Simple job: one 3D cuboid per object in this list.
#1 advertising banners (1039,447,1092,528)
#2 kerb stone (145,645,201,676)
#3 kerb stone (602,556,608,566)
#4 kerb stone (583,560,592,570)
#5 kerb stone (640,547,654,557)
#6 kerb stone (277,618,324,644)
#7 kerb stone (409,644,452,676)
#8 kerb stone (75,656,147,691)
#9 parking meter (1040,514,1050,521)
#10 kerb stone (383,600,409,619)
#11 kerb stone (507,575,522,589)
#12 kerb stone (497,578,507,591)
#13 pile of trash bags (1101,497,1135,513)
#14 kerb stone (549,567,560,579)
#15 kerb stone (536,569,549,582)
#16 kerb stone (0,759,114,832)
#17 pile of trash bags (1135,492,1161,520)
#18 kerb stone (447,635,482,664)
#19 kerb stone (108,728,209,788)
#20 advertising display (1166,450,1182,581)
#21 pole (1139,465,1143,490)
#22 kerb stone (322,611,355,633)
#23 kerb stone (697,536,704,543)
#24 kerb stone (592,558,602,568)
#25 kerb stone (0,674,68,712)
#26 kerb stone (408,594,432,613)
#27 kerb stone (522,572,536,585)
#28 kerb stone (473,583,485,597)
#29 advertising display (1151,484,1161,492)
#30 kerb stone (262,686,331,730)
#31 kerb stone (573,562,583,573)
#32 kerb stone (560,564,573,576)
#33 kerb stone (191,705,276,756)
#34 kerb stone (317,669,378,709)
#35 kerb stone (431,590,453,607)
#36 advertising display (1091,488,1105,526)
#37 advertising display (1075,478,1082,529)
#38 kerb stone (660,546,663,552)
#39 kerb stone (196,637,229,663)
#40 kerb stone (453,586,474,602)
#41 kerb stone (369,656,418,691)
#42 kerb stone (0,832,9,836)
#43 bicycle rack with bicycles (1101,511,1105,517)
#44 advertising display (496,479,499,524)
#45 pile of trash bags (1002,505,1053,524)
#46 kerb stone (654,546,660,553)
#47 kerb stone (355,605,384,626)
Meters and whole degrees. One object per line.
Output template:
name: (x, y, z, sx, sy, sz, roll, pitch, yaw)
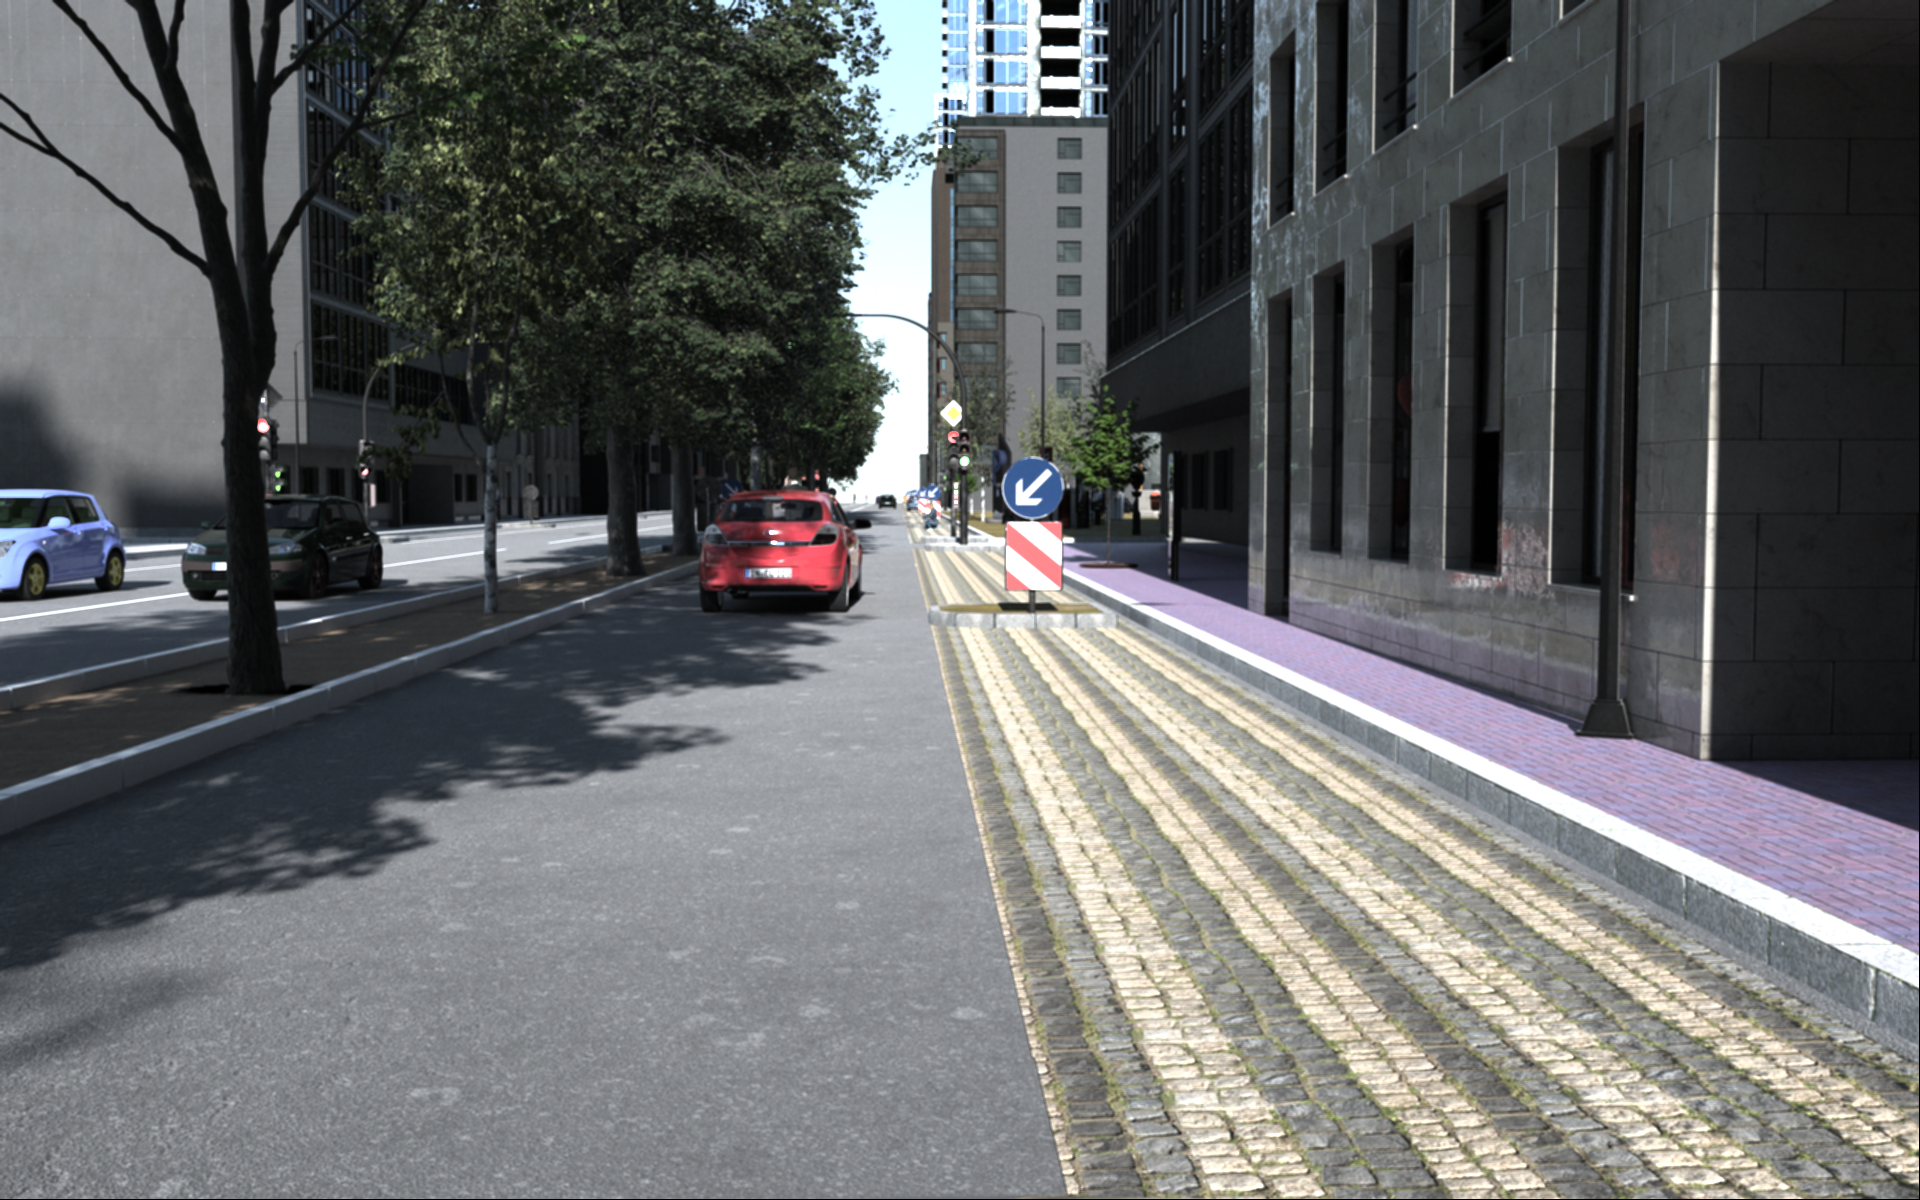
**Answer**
advertising banners: (3.941, -4.198, 64.829, 2.074, 3.025, 0.090, -1, 4, -14)
kerb stone: (-6.427, 0.500, 14.023, 0.120, 0.150, 1.000, 0, 4, -2)
kerb stone: (-7.148, -0.753, 34.499, 0.120, 0.150, 1.000, 0, 4, -2)
kerb stone: (-7.081, -0.627, 32.440, 0.120, 0.150, 1.000, 0, 4, -2)
kerb stone: (-7.372, -1.124, 40.642, 0.120, 0.150, 1.000, 0, 4, -2)
kerb stone: (-6.528, 0.318, 17.094, 0.120, 0.150, 1.000, 0, 4, -2)
kerb stone: (-4.331, 0.498, 14.049, 0.120, 0.150, 1.000, 0, 4, -2)
kerb stone: (-6.396, 0.565, 12.989, 0.120, 0.150, 1.000, 0, 4, -2)
parking meter: (2.747, -3.072, 55.938, 0.255, 1.863, 0.399, 0, 4, -5)
kerb stone: (-6.646, 0.125, 20.163, 0.120, 0.150, 1.000, 0, 4, -2)
kerb stone: (-6.866, -0.251, 26.300, 0.120, 0.150, 1.000, 0, 4, -2)
kerb stone: (-6.821, -0.189, 25.278, 0.120, 0.150, 1.000, 0, 4, -2)
pile of trash bags: (9.638, -6.513, 116.236, 3.447, 1.369, 1.912, -1, 4, -10)
kerb stone: (-6.978, -0.437, 29.371, 0.120, 0.150, 1.000, 0, 4, -2)
kerb stone: (-6.932, -0.376, 28.349, 0.120, 0.150, 1.000, 0, 4, -2)
kerb stone: (-4.109, 0.874, 7.901, 0.120, 0.150, 1.000, 0, 4, -2)
pile of trash bags: (10.934, -4.810, 88.389, 3.447, 1.369, 1.912, -3, 5, -42)
kerb stone: (-4.364, 0.441, 15.072, 0.120, 0.150, 1.000, 0, 4, -2)
kerb stone: (-4.144, 0.815, 8.923, 0.120, 0.150, 1.000, 0, 4, -2)
advertising display: (3.193, -1.264, 25.888, 0.123, 1.923, 0.974, 0, 4, 1)
pole: (10.624, -6.599, 101.739, 0.158, 3.312, 0.155, 0, 3, 0)
kerb stone: (-6.571, 0.249, 18.120, 0.120, 0.150, 1.000, 0, 4, -2)
kerb stone: (-7.786, -1.850, 52.539, 0.120, 0.150, 1.000, 0, 4, -2)
kerb stone: (-7.119, -0.689, 33.466, 0.120, 0.150, 1.000, 0, 4, -2)
kerb stone: (-6.352, 0.632, 11.960, 0.120, 0.150, 1.000, 0, 4, -2)
kerb stone: (-6.683, 0.067, 21.185, 0.120, 0.150, 1.000, 0, 4, -2)
kerb stone: (-6.898, -0.314, 27.328, 0.120, 0.150, 1.000, 0, 4, -2)
kerb stone: (-6.791, -0.123, 24.256, 0.120, 0.150, 1.000, 0, 4, -2)
advertising display: (12.623, -6.476, 111.092, 0.123, 1.923, 0.974, -2, 4, -32)
kerb stone: (-4.224, 0.691, 10.971, 0.120, 0.150, 1.000, 0, 4, -2)
kerb stone: (-7.043, -0.564, 31.418, 0.120, 0.150, 1.000, 0, 4, -2)
kerb stone: (-6.999, -0.501, 30.393, 0.120, 0.150, 1.000, 0, 4, -2)
kerb stone: (-4.187, 0.753, 9.944, 0.120, 0.150, 1.000, 0, 4, -2)
kerb stone: (-4.261, 0.624, 12.001, 0.120, 0.150, 1.000, 0, 4, -2)
kerb stone: (-6.718, 0.000, 22.206, 0.120, 0.150, 1.000, 0, 4, -2)
advertising display: (5.656, -4.025, 71.021, 0.123, 1.923, 0.974, -2, 4, -26)
advertising display: (4.393, -3.594, 63.982, 0.123, 1.923, 0.974, 1, 4, 12)
kerb stone: (-7.434, -1.253, 42.685, 0.120, 0.150, 1.000, 0, 4, -2)
kerb stone: (-6.465, 0.437, 15.044, 0.120, 0.150, 1.000, 0, 4, -2)
kerb stone: (-6.744, -0.061, 23.235, 0.120, 0.150, 1.000, 0, 4, -2)
kerb stone: (-4.298, 0.561, 13.023, 0.120, 0.150, 1.000, 0, 4, -2)
kerb stone: (-4.069, 0.937, 6.874, 0.120, 0.150, 1.000, 0, 4, -2)
bicycle rack with bicycles: (7.032, -4.986, 94.900, 2.852, 0.926, 2.925, -2, 4, -35)
advertising display: (-19.798, -4.190, 73.716, 0.123, 1.923, 0.974, 0, 4, -1)
pile of trash bags: (3.536, -3.901, 73.539, 3.447, 1.369, 1.912, 0, 4, -6)
kerb stone: (-7.412, -1.191, 41.663, 0.120, 0.150, 1.000, 0, 4, -2)
kerb stone: (-6.608, 0.188, 19.141, 0.120, 0.150, 1.000, 0, 4, -2)
